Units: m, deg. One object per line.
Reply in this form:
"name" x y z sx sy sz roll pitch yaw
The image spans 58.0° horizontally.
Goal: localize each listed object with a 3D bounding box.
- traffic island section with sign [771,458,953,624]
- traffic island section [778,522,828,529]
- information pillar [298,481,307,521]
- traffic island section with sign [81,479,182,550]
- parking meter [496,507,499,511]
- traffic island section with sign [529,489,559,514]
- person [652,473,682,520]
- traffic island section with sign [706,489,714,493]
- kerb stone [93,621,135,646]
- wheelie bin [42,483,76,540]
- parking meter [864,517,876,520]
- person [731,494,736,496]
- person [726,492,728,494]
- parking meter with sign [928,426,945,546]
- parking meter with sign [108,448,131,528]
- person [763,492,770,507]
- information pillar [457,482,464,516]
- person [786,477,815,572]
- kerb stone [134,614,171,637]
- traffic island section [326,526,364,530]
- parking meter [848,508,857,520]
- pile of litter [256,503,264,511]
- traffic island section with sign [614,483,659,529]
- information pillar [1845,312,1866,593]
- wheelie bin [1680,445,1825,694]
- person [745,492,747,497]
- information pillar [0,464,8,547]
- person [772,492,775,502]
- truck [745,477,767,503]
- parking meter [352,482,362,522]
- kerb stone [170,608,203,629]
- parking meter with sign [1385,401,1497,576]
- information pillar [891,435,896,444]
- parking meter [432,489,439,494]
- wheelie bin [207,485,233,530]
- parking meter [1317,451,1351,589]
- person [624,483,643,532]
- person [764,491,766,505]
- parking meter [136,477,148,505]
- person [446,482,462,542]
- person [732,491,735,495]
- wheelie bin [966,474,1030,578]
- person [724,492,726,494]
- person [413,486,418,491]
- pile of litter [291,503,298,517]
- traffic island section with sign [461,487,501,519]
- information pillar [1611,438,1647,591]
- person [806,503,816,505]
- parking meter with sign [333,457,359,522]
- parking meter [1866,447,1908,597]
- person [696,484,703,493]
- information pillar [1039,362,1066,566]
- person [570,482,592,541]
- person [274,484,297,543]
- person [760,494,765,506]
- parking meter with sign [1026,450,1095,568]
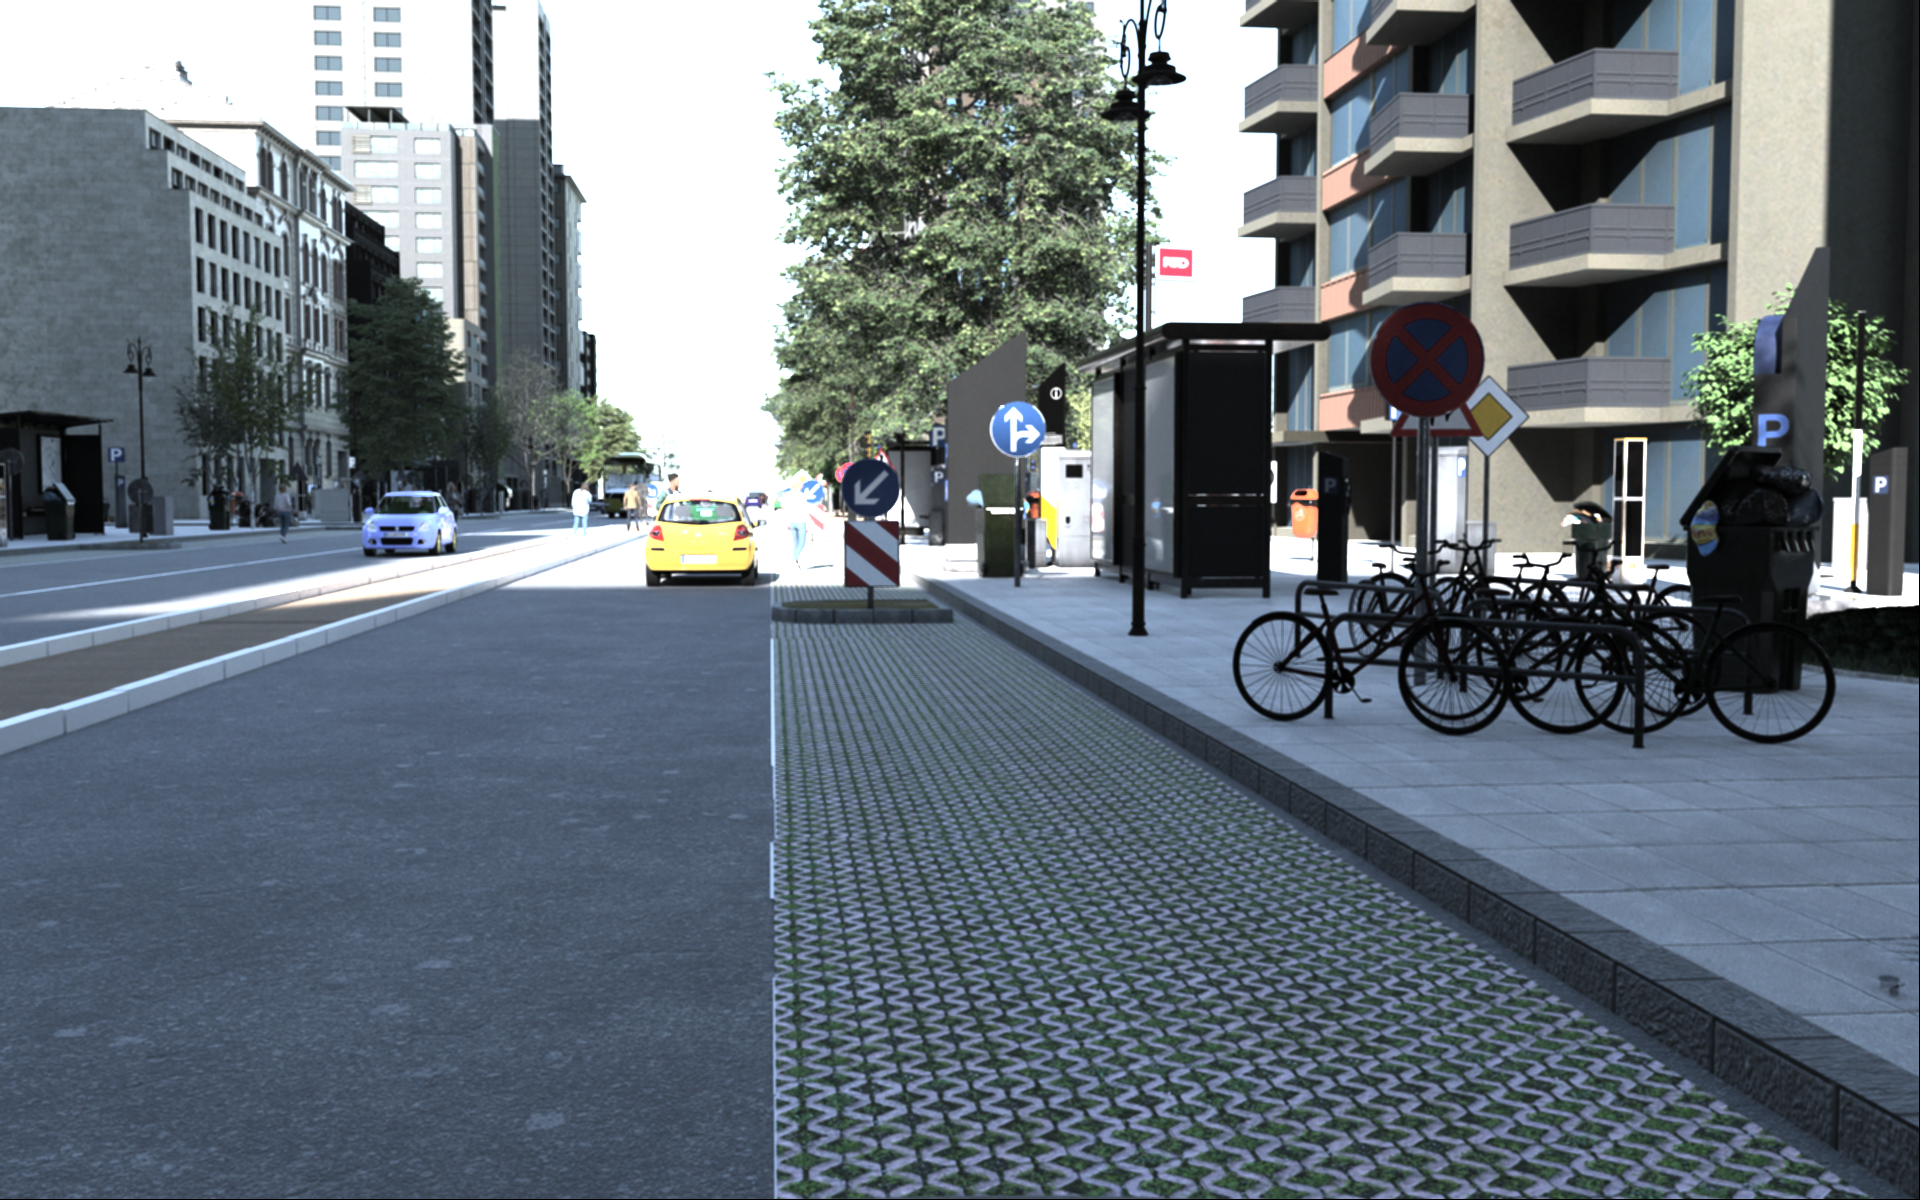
"traffic island section with sign" -1.174 -0.693 19.952 1.989 1.847 2.006 0 4 -6
"traffic island section" -6.494 -3.018 71.629 2.009 0.180 2.903 0 4 -6
"information pillar" -31.858 -4.854 83.861 0.304 2.012 0.304 0 4 5
"traffic island section with sign" -21.441 -2.225 45.001 1.989 1.847 2.006 0 4 -6
"parking meter" -34.334 -7.364 128.804 0.372 1.533 0.369 0 3 0
"traffic island section with sign" -30.338 -7.199 126.325 1.989 1.847 2.006 0 4 -6
"person" -5.284 -1.445 32.103 0.794 1.824 0.713 -3 4 -37
"traffic island section with sign" -22.121 -8.873 153.203 2.006 1.907 1.989 0 4 -6
"kerb stone" -8.226 0.336 16.705 0.120 0.150 1.000 0 4 -6
"wheelie bin" -25.099 -2.466 48.226 0.693 1.594 0.980 0 4 -5
"parking meter" -2.852 -2.830 54.688 0.372 1.533 0.369 0 3 0
"person" -34.947 -15.731 266.529 1.217 1.723 0.721 -1 4 -18
"person" -41.383 -18.321 308.834 0.721 1.735 1.217 1 4 14
"parking meter with sign" -0.541 -2.887 43.465 0.543 3.016 1.738 0 4 2
"parking meter with sign" -31.733 -4.246 65.681 0.543 3.016 1.738 -1 4 -12
"person" -21.574 -11.234 192.971 0.445 1.727 0.742 3 5 43
"information pillar" -29.683 -6.017 102.869 0.304 2.012 0.304 0 4 -3
"person" -2.991 -1.394 31.969 0.731 1.740 0.598 2 4 25
"kerb stone" -8.339 0.274 17.722 0.120 0.150 1.000 0 4 -6
"traffic island section" -24.131 -2.901 69.712 2.009 0.180 2.903 0 4 -6
"parking meter" -4.322 -3.894 69.383 0.255 1.863 0.399 -2 4 -29
"pile of litter" -35.798 -4.555 88.444 1.719 0.858 1.176 1 4 20
"traffic island section with sign" -13.145 -3.854 71.145 2.006 1.907 1.989 0 4 -6
"information pillar" 11.673 -1.907 22.532 0.183 3.616 0.504 2 4 26
"wheelie bin" 5.226 -0.213 11.397 0.980 1.594 0.693 -3 4 -38
"person" -35.948 -17.216 290.899 0.530 1.710 0.541 0 4 -3
"information pillar" -23.184 -2.275 41.688 0.304 2.012 0.304 0 4 1
"person" -33.159 -18.244 307.500 0.721 1.736 1.217 1 4 19
"truck" -30.868 -16.638 261.793 2.967 4.110 18.799 0 4 -4
"parking meter" -27.464 -4.479 78.949 0.399 1.863 0.255 3 4 36
"kerb stone" -8.451 0.213 18.748 0.120 0.150 1.000 0 4 -6
"parking meter with sign" 7.706 -1.923 27.708 1.738 3.016 0.543 3 5 39
"information pillar" -2.461 -4.483 64.653 0.183 3.616 0.504 1 4 16
"parking meter" -28.605 -5.261 94.435 0.372 1.533 0.369 0 3 0
"wheelie bin" -26.472 -3.308 62.000 0.693 1.594 0.980 0 4 0
"parking meter" 5.068 -1.086 23.465 0.399 1.863 0.255 2 4 32
"person" -12.311 -3.477 65.258 0.656 1.842 0.836 -3 5 -39
"person" -25.328 -13.239 224.984 1.348 1.821 0.705 -1 4 -21
"parking meter" -28.201 -3.302 59.694 0.399 1.863 0.255 0 4 0
"person" -15.208 -2.656 52.114 0.537 1.800 0.526 -3 5 -45
"person" -25.016 -11.137 190.608 0.705 1.821 1.348 -3 4 -36
"wheelie bin" 0.563 -1.155 26.789 0.980 1.594 0.693 -1 4 -15
"person" -39.455 -17.210 290.593 1.217 1.736 0.721 1 4 10
"person" -20.633 -3.455 65.566 0.480 1.755 0.524 -1 4 -23
"pile of litter" -36.725 -5.002 95.755 1.176 0.858 1.719 -1 4 -12
"traffic island section with sign" -27.326 -5.519 98.864 1.989 1.847 2.006 0 4 -6
"information pillar" 8.851 -1.127 22.925 0.304 2.012 0.304 0 4 -6
"person" -5.629 -3.375 64.037 0.716 1.782 0.532 -3 5 -42
"parking meter with sign" -28.473 -5.101 79.658 0.543 3.016 1.738 2 4 24
"parking meter" 11.661 -0.985 21.810 0.255 1.863 0.399 -1 4 -21
"person" -9.698 -3.409 64.425 0.728 1.800 0.709 1 4 16
"information pillar" 1.656 -2.417 30.879 0.504 3.616 0.183 1 4 22
"person" -11.511 -2.680 52.576 0.793 1.790 0.793 -3 4 -36
"person" -19.785 -2.542 50.732 0.731 1.740 0.598 0 4 0
"person" -24.464 -12.399 214.479 1.065 1.426 0.557 3 5 45
"parking meter with sign" 2.008 -2.071 30.117 1.738 3.016 0.543 0 4 -6
